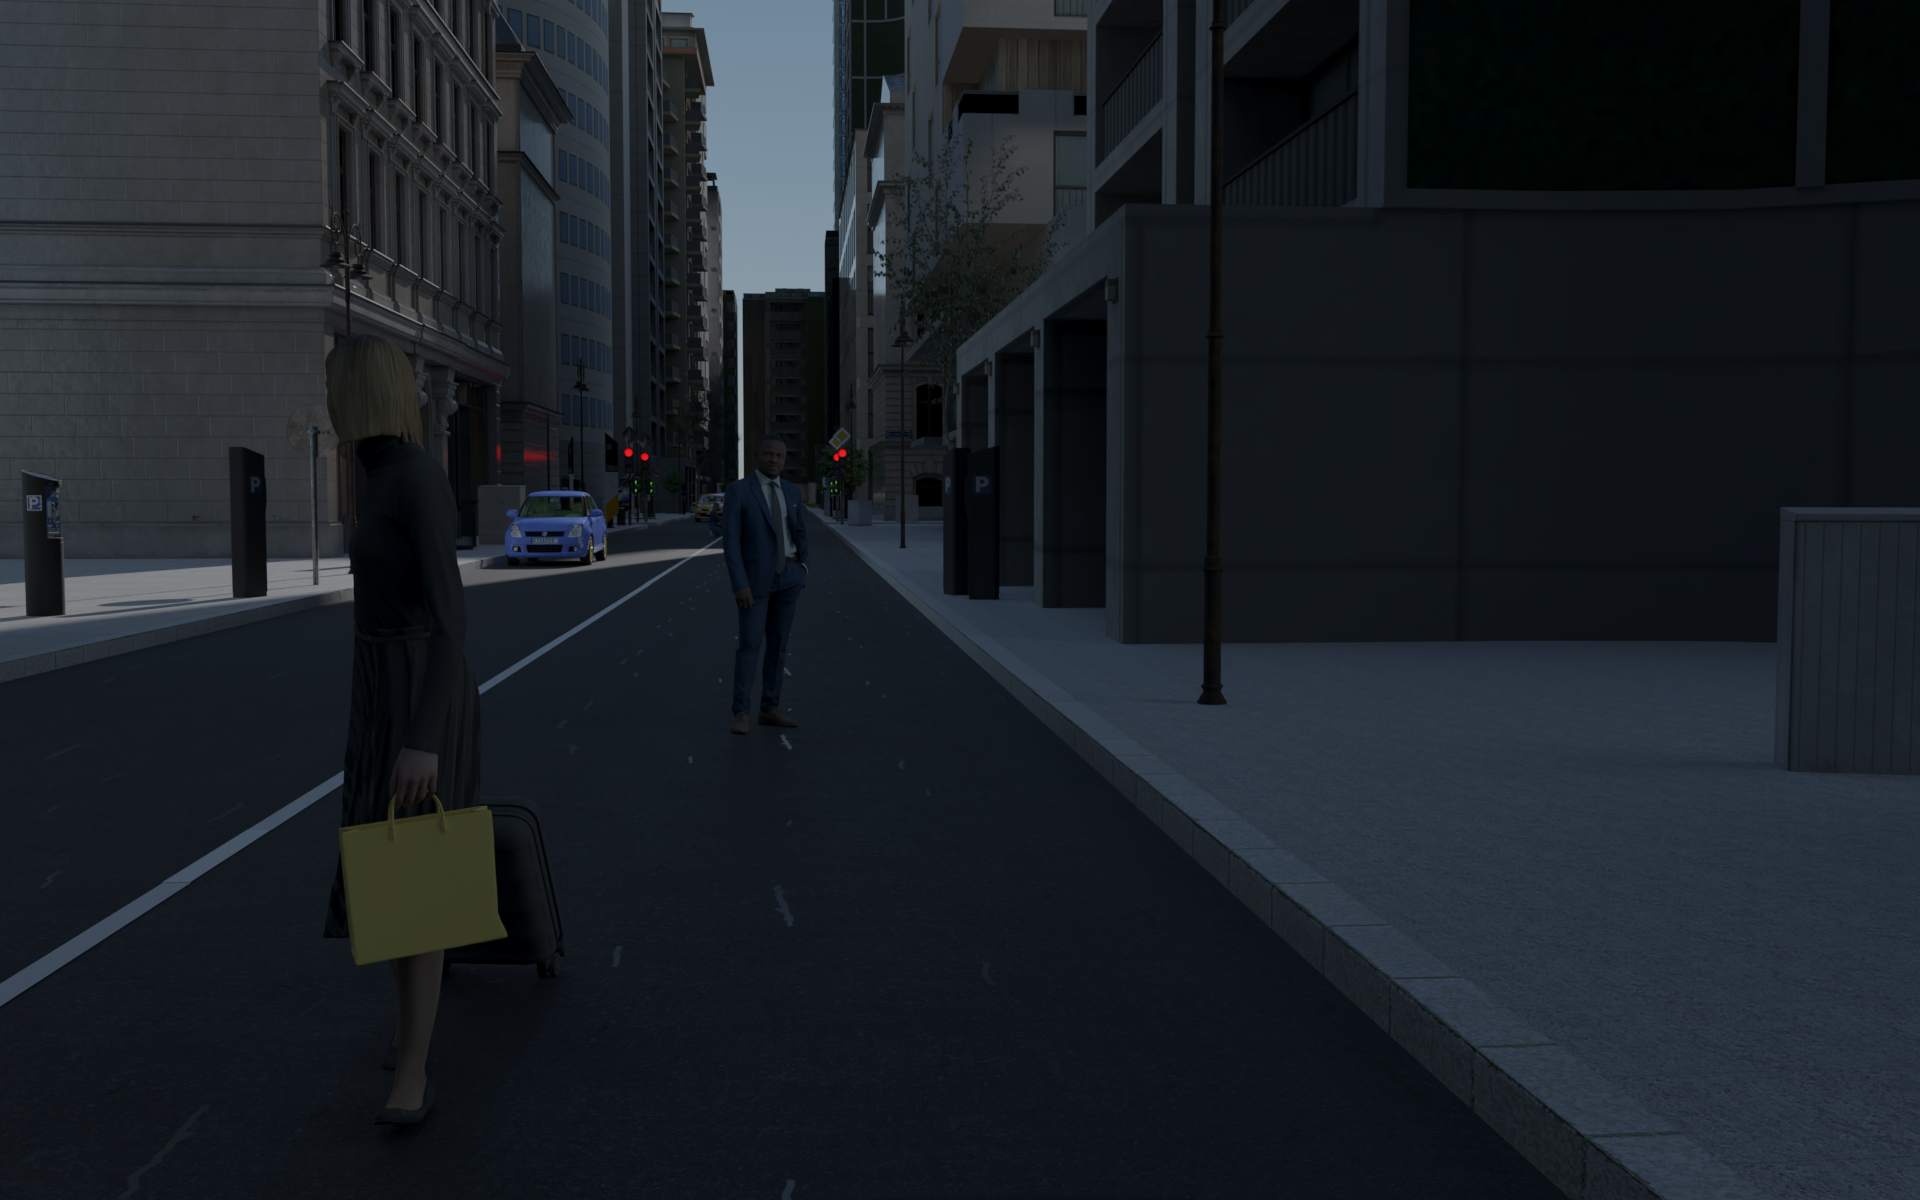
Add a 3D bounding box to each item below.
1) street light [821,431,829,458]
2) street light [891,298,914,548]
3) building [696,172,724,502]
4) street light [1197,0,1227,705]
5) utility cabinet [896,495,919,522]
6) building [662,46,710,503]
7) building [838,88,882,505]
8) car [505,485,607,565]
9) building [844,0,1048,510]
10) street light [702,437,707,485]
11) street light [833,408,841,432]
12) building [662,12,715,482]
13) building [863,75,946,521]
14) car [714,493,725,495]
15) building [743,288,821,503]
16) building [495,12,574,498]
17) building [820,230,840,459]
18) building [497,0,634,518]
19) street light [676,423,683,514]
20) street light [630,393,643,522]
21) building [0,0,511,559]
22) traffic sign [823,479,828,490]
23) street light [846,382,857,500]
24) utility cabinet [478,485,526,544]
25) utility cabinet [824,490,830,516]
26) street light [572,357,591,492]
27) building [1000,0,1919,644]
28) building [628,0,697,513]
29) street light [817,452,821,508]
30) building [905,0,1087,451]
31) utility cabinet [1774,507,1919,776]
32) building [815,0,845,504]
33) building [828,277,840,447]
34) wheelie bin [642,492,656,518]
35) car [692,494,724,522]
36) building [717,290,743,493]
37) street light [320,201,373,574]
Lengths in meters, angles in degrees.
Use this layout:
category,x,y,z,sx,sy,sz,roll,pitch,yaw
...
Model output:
category,x,y,z,sx,sy,sz,roll,pitch,yaw
street light,-9.510,-9.236,123.799,0.468,5.910,1.993,0,4,-6
street light,-1.350,-4.159,40.790,0.468,5.910,1.993,0,4,-6
building,-37.309,-32.854,220.761,14.086,41.232,14.154,0,4,-6
street light,1.543,-2.302,10.432,0.468,5.910,1.993,0,4,-6
utility cabinet,-2.440,-4.202,79.859,1.020,1.237,0.306,-1,4,-20
building,-35.744,-31.333,166.920,22.147,44.769,28.867,0,4,-6
building,1.599,-19.454,122.591,19.350,26.468,34.151,0,4,-6
car,-8.351,-1.611,35.938,1.945,1.707,3.694,0,4,-5
building,-3.202,-44.970,173.512,20.563,71.187,20.611,0,4,-6
street light,-20.821,-10.282,140.900,0.468,5.910,1.993,0,4,-6
street light,-6.613,-7.364,93.191,0.468,5.910,1.993,0,4,-6
building,-42.333,-37.017,194.474,28.713,52.752,27.495,0,4,-6
building,12.727,-16.481,88.553,34.723,24.649,14.460,0,4,-6
car,-14.457,-5.852,105.264,1.945,1.707,3.694,0,4,-6
building,-23.845,-29.034,246.400,14.107,30.474,14.160,0,4,-6
building,-24.501,-12.160,63.442,19.286,19.102,10.561,0,4,-6
building,-7.943,-25.688,191.701,14.160,30.474,14.107,0,4,-6
building,-29.371,-33.579,91.008,21.231,58.520,28.212,0,4,-6
street light,-17.897,-8.426,110.545,0.468,5.910,1.993,0,4,-6
street light,-14.839,-6.531,79.577,0.468,5.910,1.993,0,4,-6
building,-17.097,-11.255,34.933,10.553,20.767,40.483,0,4,-6
traffic sign,-8.039,-6.306,105.229,0.606,2.300,0.079,0,4,-3
street light,-4.466,-6.024,71.276,0.468,5.910,1.993,0,4,-6
utility cabinet,-11.535,-2.136,43.608,1.173,1.500,0.318,1,4,15
utility cabinet,-7.346,-5.476,98.203,0.318,1.500,1.173,-2,4,-25
street light,-12.798,-5.249,58.613,0.468,5.910,1.993,0,4,-6
building,11.100,-35.465,18.112,20.563,71.187,20.611,0,4,-6
building,-29.659,-41.902,123.349,20.563,71.187,20.611,0,4,-6
street light,-12.450,-11.093,154.152,0.468,5.910,1.993,0,4,-6
building,12.363,-28.664,57.901,28.713,52.752,27.495,0,4,-6
utility cabinet,4.354,0.194,7.994,1.020,1.237,0.306,1,4,12
building,-6.593,-55.089,213.381,22.319,86.520,31.000,0,4,-6
building,-4.870,-19.415,147.118,12.332,23.373,15.834,0,4,-6
wheelie bin,-16.988,-5.307,94.683,0.693,1.594,0.980,-2,4,-24
car,-12.820,-4.853,89.564,2.015,1.641,3.980,0,4,-7
building,-38.370,-28.899,244.193,14.107,30.474,14.160,0,4,-6
street light,-9.762,-3.359,27.707,0.468,5.910,1.993,0,4,-6
